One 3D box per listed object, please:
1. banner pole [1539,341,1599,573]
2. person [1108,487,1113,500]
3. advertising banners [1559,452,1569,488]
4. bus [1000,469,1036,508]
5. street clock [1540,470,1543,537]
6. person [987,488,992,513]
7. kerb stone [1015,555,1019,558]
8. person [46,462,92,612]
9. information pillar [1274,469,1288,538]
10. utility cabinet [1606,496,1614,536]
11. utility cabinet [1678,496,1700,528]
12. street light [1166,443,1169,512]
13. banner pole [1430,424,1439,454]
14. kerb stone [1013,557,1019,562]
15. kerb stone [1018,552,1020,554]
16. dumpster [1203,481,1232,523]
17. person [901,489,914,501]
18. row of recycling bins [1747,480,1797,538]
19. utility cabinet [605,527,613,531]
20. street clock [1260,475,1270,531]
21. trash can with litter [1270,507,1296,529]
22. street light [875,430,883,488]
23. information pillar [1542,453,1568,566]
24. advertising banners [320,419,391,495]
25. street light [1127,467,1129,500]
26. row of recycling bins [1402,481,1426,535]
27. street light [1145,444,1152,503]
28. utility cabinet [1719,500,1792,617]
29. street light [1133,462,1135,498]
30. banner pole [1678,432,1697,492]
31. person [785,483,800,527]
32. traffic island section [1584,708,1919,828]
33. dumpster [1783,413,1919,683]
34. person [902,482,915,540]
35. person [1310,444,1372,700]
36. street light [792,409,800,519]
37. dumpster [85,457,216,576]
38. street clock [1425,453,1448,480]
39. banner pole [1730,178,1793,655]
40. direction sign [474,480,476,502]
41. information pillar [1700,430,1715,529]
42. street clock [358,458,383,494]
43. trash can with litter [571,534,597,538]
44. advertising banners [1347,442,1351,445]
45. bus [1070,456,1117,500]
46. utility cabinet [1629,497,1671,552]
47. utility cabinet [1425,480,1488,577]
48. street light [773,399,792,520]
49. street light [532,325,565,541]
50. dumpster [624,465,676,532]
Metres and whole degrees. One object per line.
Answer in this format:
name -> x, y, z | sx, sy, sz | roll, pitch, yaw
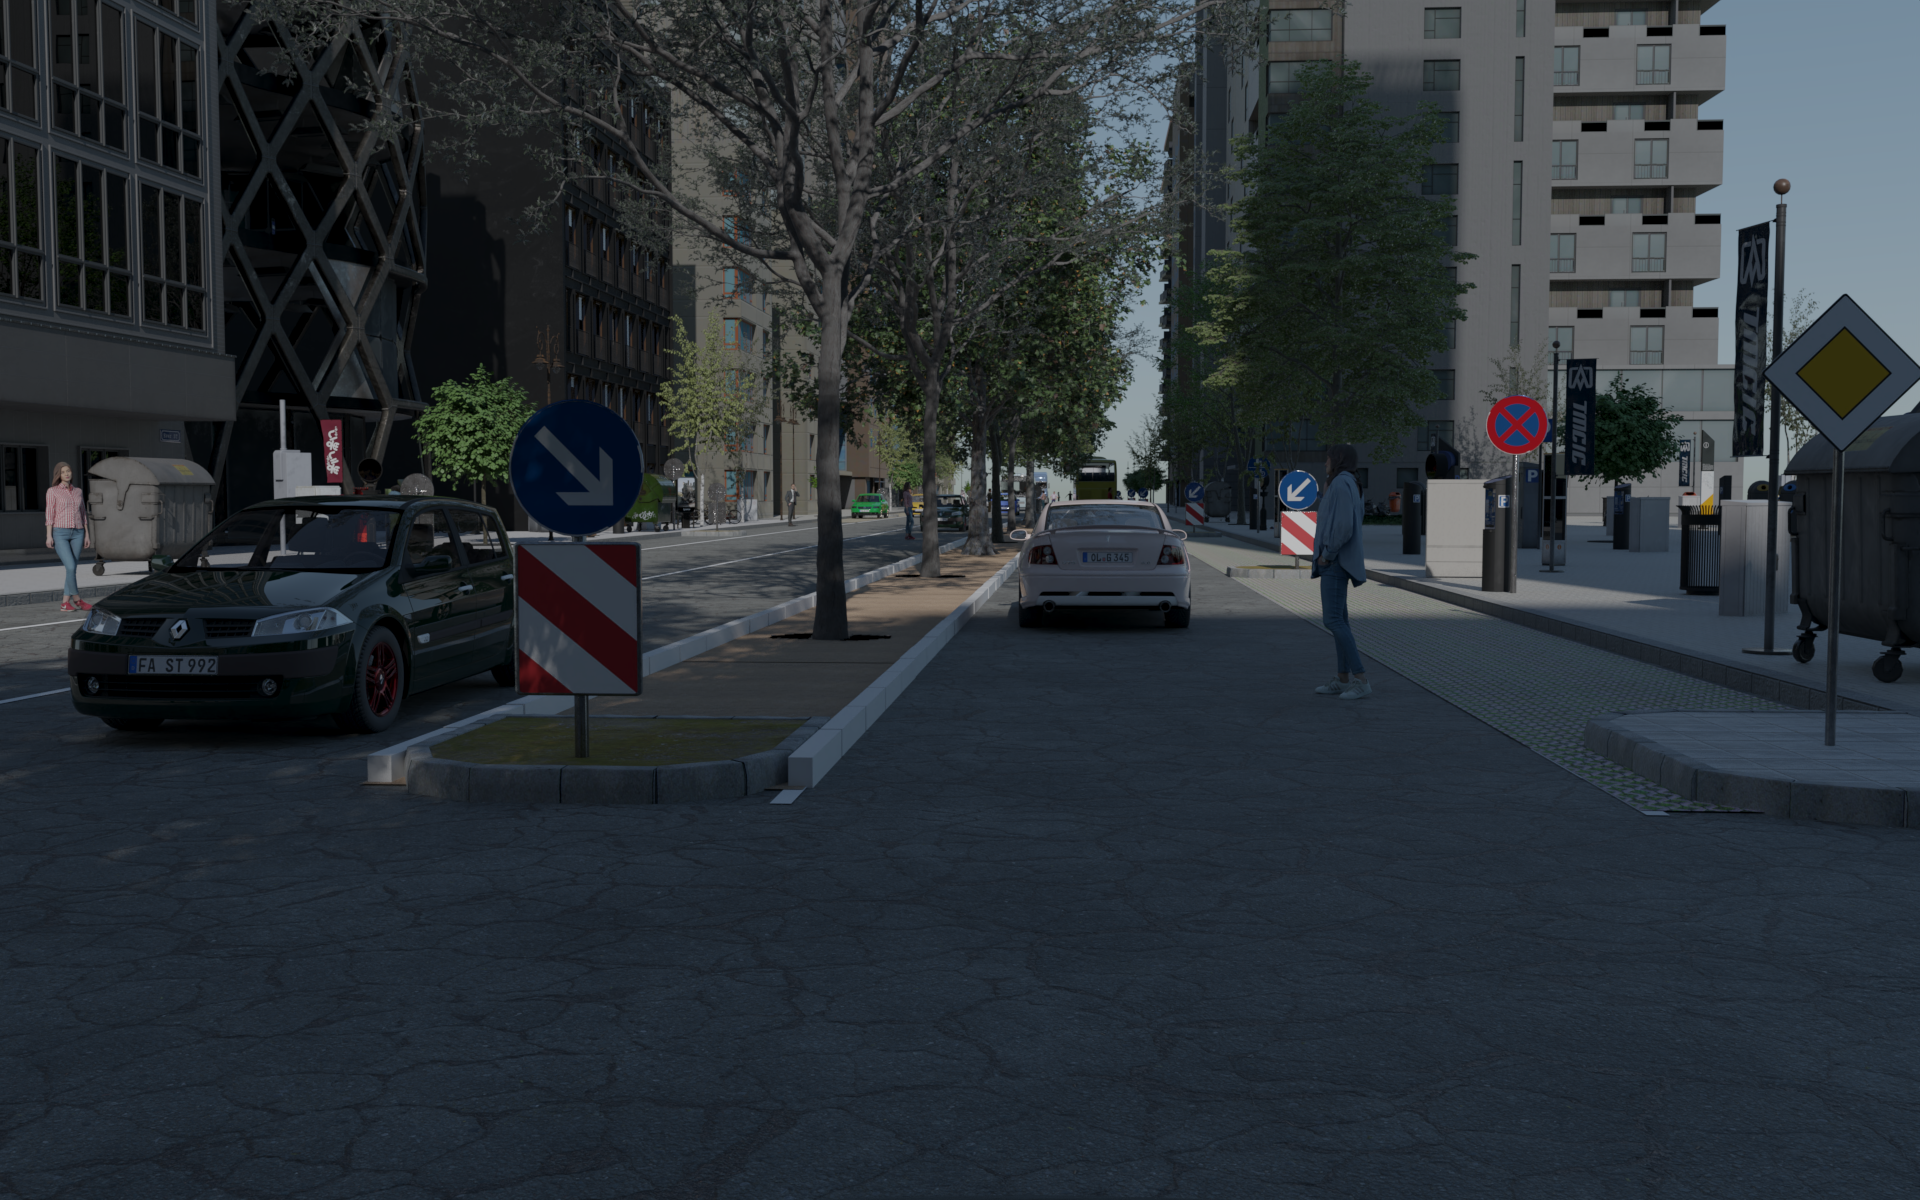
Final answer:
banner pole -> 9.934, -2.339, 28.255 | 0.863, 3.779, 0.401 | 2, 4, 25
person -> 8.757, -5.639, 100.634 | 0.705, 1.831, 1.348 | 1, 4, 13
advertising banners -> 24.180, -4.609, 71.552 | 2.074, 3.025, 0.090 | 2, 4, 31
bus -> 5.060, -9.415, 148.789 | 2.948, 3.499, 13.247 | 0, 4, 4
street clock -> 17.253, -2.862, 51.357 | 0.358, 2.002, 0.471 | -1, 4, -17
person -> 2.260, -7.432, 129.643 | 0.705, 1.869, 1.348 | -1, 4, -17
kerb stone -> 1.109, -0.751, 34.476 | 0.120, 0.150, 1.000 | 0, 4, 4
person -> -10.897, -0.772, 21.129 | 0.388, 1.821, 0.555 | 1, 4, 22
information pillar -> 9.384, -2.822, 50.632 | 0.304, 2.012, 0.304 | -1, 4, -13
utility cabinet -> 20.310, -2.573, 53.234 | 0.306, 1.237, 1.020 | -1, 4, -16
utility cabinet -> 27.908, -3.354, 66.001 | 1.020, 1.237, 0.306 | -1, 4, -11
street light -> 14.627, -9.099, 121.563 | 0.468, 5.910, 1.993 | 0, 4, 4
banner pole -> 17.145, -4.440, 62.616 | 0.401, 3.779, 0.863 | 0, 4, -6
kerb stone -> 1.026, -0.689, 33.454 | 0.120, 0.150, 1.000 | 0, 4, 4
kerb stone -> 1.257, -0.875, 36.520 | 0.120, 0.150, 1.000 | 0, 4, 4
dumpster -> 11.664, -4.444, 78.421 | 1.264, 1.857, 1.865 | 0, 4, 4
person -> -3.639, -7.204, 126.375 | 1.348, 1.812, 0.705 | 1, 4, 18
row of recycling bins -> 24.976, -2.686, 51.021 | 1.069, 1.692, 3.534 | -3, 5, -42
utility cabinet -> -12.139, -3.000, 60.217 | 0.306, 1.237, 1.020 | 2, 4, 26
street clock -> 10.658, -3.441, 60.822 | 0.358, 2.002, 0.471 | -1, 4, -17
trash can with litter -> 11.759, -3.217, 63.651 | 2.233, 1.210, 1.678 | 0, 4, -1
street light -> -5.783, -9.285, 124.601 | 0.468, 5.910, 1.993 | 0, 4, 4
information pillar -> 10.643, -1.621, 30.992 | 0.304, 2.012, 0.304 | -1, 4, -20
advertising banners -> -13.905, -2.706, 40.437 | 2.074, 3.025, 0.090 | 0, 4, 6
street light -> 23.508, -16.495, 242.474 | 0.468, 5.910, 1.993 | 0, 4, 4
row of recycling bins -> 15.232, -2.836, 53.481 | 1.069, 1.692, 3.534 | -3, 5, -43
street light -> 17.392, -11.336, 158.139 | 0.468, 5.910, 1.993 | 0, 4, 4
utility cabinet -> 8.509, -0.450, 18.514 | 1.020, 1.237, 0.306 | -3, 5, -40
street light -> 20.685, -14.258, 205.902 | 0.468, 5.910, 1.993 | 0, 4, 4
banner pole -> 29.311, -4.874, 69.705 | 0.401, 3.779, 0.863 | -3, 5, -41
person -> -7.418, -4.216, 76.793 | 0.474, 1.900, 0.648 | 2, 4, 32
traffic island section -> 4.462, 0.821, 8.853 | 2.009, 0.180, 2.903 | 0, 4, 4
dumpster -> 6.860, -0.404, 12.361 | 1.264, 1.857, 1.865 | 0, 4, 4
person -> -1.610, -2.801, 54.308 | 0.388, 1.821, 0.555 | 0, 4, 3
person -> 2.730, -0.219, 12.344 | 0.793, 1.790, 0.793 | -1, 4, -17
street light -> -8.397, -7.009, 87.393 | 0.468, 5.910, 1.993 | 0, 4, 4
dumpster -> -12.937, -1.342, 27.707 | 1.264, 1.857, 1.865 | 0, 4, 4
street clock -> 8.492, -1.610, 30.901 | 0.358, 2.002, 0.471 | -1, 4, -10
banner pole -> 6.501, -1.472, 14.082 | 0.401, 3.779, 0.863 | 0, 4, -5
direction sign -> -15.451, -3.862, 55.142 | 0.876, 3.537, 0.379 | 1, 4, 9
information pillar -> 27.203, -4.388, 63.093 | 0.504, 3.616, 0.183 | -1, 4, -8
street clock -> -11.815, -1.845, 34.735 | 0.471, 2.002, 0.358 | -1, 4, -18
trash can with litter -> -11.124, -2.440, 51.276 | 1.055, 1.170, 0.624 | 3, 5, 44
advertising banners -> 13.402, -3.845, 59.058 | 0.090, 3.025, 2.074 | 2, 4, 25
bus -> 8.647, -7.371, 112.068 | 2.896, 3.916, 12.252 | 0, 4, 3
utility cabinet -> 15.307, -1.670, 38.467 | 1.020, 1.237, 0.306 | -2, 4, -31
utility cabinet -> 7.750, -1.092, 26.535 | 1.173, 1.500, 0.318 | 1, 4, 12
street light -> -8.685, -6.810, 84.129 | 0.468, 5.910, 1.993 | 0, 4, 4
street light -> -11.264, -4.572, 47.536 | 0.468, 5.910, 1.993 | 0, 4, 4
dumpster -> -10.558, -3.432, 58.611 | 1.502, 2.255, 1.985 | 0, 4, 4
